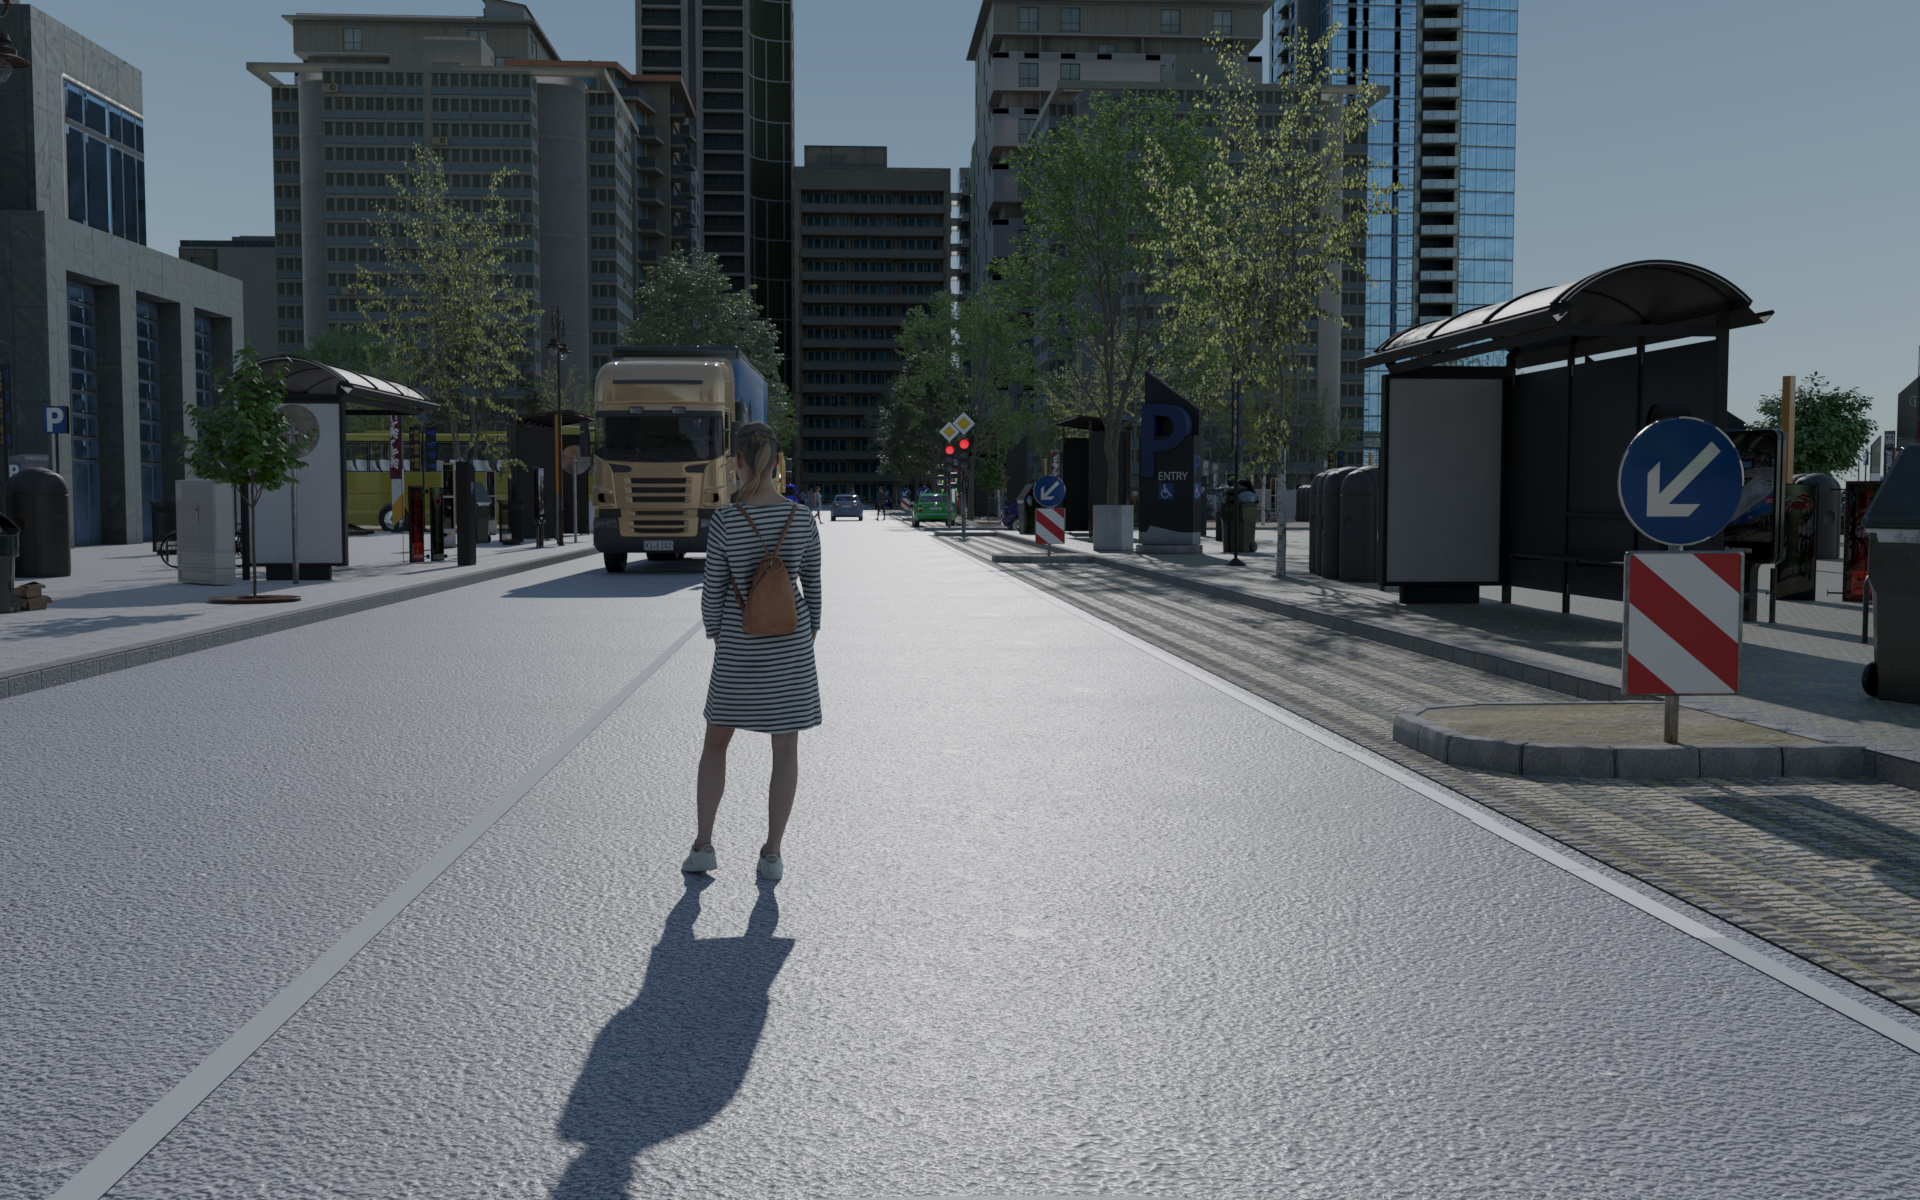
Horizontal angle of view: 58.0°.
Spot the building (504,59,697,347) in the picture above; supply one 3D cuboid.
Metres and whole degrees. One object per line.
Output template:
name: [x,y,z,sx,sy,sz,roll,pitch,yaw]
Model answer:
building: [-38.707,-32.002,177.860,22.147,44.769,28.867,0,4,-4]

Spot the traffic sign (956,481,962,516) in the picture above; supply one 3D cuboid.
traffic sign: [-0.225,-6.300,103.109,0.768,2.556,0.104,0,4,1]

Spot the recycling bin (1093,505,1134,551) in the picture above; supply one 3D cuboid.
recycling bin: [3.488,-1.642,39.398,0.722,1.027,0.722,2,4,29]

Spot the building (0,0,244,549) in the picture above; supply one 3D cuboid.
building: [-36.356,-44.357,37.909,31.000,86.520,22.319,0,4,-4]

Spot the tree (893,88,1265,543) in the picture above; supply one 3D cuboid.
tree: [4.011,-7.286,44.881,9.928,11.665,9.643,0,3,0]

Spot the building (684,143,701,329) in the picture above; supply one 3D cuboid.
building: [-37.401,-31.661,201.259,14.086,41.232,14.154,0,4,-4]

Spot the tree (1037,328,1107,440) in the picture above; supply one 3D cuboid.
tree: [5.645,-7.410,71.509,4.360,8.622,3.978,0,3,0]

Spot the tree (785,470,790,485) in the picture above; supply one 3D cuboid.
tree: [-20.059,-12.483,187.816,4.285,4.588,4.351,0,3,0]

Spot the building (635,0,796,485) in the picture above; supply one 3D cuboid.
building: [-33.374,-49.050,240.218,20.611,71.187,20.563,0,4,-4]

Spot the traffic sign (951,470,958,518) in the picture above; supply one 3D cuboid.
traffic sign: [-0.245,-5.706,93.393,0.768,2.556,0.104,0,4,3]

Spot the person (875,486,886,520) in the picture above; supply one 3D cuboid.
person: [-4.359,-5.302,94.966,0.659,1.850,0.755,-3,4,-39]

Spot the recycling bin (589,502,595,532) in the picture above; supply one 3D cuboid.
recycling bin: [-12.749,-2.789,58.153,0.722,1.027,0.722,1,4,20]

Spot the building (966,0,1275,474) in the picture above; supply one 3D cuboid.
building: [15.923,-36.281,182.424,28.713,52.752,27.495,0,4,-4]

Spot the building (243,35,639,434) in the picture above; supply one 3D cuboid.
building: [-41.734,-28.102,151.354,32.217,40.220,23.993,0,4,-4]

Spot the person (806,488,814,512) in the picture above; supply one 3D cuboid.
person: [-10.439,-6.844,120.197,0.655,1.846,0.447,-1,4,-12]

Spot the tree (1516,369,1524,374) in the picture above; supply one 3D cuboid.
tree: [26.296,-8.370,87.218,4.737,8.622,4.395,0,3,0]

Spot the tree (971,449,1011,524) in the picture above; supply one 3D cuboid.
tree: [1.377,-4.922,75.082,1.663,3.219,1.824,0,3,0]

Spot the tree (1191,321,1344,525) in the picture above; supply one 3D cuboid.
tree: [12.286,-7.378,70.996,4.737,8.622,4.395,0,3,0]

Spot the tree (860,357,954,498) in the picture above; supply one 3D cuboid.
tree: [-3.898,-14.974,155.199,12.009,13.543,11.850,0,3,0]

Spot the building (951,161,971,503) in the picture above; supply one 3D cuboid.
building: [13.505,-38.350,246.630,30.456,49.044,23.786,0,4,-4]

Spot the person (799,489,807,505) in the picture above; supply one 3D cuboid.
person: [-13.327,-8.475,147.044,1.348,1.826,0.705,3,4,36]

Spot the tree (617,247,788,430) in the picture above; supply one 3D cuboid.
tree: [-13.075,-11.168,89.259,9.857,13.997,8.962,0,3,0]

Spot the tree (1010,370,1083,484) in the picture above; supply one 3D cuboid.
tree: [5.460,-9.340,103.067,4.737,8.622,4.395,0,3,0]

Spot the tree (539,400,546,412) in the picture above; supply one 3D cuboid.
tree: [-29.780,-10.735,125.878,4.737,8.622,4.395,0,3,0]

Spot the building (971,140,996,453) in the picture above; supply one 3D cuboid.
building: [8.203,-31.771,203.054,14.154,41.232,14.086,0,4,-4]

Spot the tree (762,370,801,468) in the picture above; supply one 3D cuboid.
tree: [-18.227,-14.571,156.368,7.486,12.596,7.792,0,3,0]

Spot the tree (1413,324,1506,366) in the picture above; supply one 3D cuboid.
tree: [20.104,-7.497,72.933,4.737,8.622,4.395,0,3,0]

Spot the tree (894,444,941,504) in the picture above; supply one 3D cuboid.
tree: [-2.861,-11.783,143.012,4.737,8.622,4.395,0,3,0]

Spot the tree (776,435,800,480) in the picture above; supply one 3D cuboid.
tree: [-20.837,-15.372,201.686,4.360,8.622,3.978,0,3,0]

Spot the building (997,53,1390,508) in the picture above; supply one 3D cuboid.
building: [19.592,-28.458,157.176,32.217,40.220,23.993,0,4,-4]

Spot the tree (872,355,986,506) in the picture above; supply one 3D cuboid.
tree: [-1.717,-10.834,111.553,7.601,10.594,8.767,1,4,19]

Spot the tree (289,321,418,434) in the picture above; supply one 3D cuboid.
tree: [-36.440,-10.857,103.270,9.928,11.665,9.643,0,3,0]

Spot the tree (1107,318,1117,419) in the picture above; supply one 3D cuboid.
tree: [7.384,-6.452,55.848,4.360,8.622,3.978,0,3,0]

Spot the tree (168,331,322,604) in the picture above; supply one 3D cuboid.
tree: [-8.350,-1.596,20.695,1.663,3.219,1.824,0,3,0]

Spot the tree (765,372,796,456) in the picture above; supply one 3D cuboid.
tree: [-17.445,-13.222,141.935,9.928,11.665,9.643,0,3,0]

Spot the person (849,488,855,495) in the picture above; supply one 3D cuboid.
person: [-7.330,-6.734,118.560,0.622,1.834,0.822,2,4,27]

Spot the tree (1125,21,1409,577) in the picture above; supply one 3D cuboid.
tree: [4.749,-4.666,26.654,4.360,8.622,3.978,0,3,0]

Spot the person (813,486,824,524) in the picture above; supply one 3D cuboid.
person: [-6.816,-4.511,82.347,0.778,1.811,0.616,2,4,26]

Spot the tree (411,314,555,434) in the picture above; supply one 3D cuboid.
tree: [-23.931,-9.384,87.842,7.601,10.594,8.767,0,4,-2]

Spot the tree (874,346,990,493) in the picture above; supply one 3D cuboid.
tree: [-2.111,-13.233,133.374,9.611,12.733,9.660,0,3,0]

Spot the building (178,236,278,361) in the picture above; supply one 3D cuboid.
building: [-79.539,-26.099,198.424,14.107,30.474,14.160,0,4,-4]

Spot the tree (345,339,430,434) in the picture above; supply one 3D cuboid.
tree: [-26.791,-7.971,80.682,4.737,8.622,4.395,0,3,0]

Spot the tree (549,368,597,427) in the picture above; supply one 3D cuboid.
tree: [-21.034,-9.257,101.715,4.737,8.622,4.395,0,3,0]

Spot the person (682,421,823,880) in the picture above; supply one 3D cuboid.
person: [-0.751,0.185,6.478,0.512,1.701,0.522,-2,4,-23]

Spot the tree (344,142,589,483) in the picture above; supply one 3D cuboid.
tree: [-10.578,-5.260,36.356,4.360,8.622,3.978,0,3,0]

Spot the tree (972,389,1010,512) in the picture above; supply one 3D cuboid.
tree: [2.688,-10.452,121.258,4.737,8.622,4.395,0,3,0]

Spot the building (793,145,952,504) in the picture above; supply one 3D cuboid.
building: [-12.422,-37.931,243.877,21.600,48.544,21.300,0,4,-4]

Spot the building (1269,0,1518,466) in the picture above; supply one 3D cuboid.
building: [50.444,-54.370,201.613,31.000,86.520,22.319,0,4,-4]

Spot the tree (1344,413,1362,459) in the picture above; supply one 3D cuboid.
tree: [23.816,-9.956,113.150,4.737,8.622,4.395,0,3,0]

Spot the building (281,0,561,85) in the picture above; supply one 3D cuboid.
building: [-58.321,-36.884,192.288,27.495,52.752,28.713,0,4,-4]

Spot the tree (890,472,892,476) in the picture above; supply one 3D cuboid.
tree: [-7.817,-16.345,217.610,4.737,8.622,4.395,0,3,0]

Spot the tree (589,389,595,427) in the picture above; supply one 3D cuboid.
tree: [-21.955,-8.919,96.195,4.360,8.622,3.978,0,3,0]

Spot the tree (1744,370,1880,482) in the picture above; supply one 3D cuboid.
tree: [22.580,-3.813,46.057,4.285,4.588,4.351,0,3,0]
